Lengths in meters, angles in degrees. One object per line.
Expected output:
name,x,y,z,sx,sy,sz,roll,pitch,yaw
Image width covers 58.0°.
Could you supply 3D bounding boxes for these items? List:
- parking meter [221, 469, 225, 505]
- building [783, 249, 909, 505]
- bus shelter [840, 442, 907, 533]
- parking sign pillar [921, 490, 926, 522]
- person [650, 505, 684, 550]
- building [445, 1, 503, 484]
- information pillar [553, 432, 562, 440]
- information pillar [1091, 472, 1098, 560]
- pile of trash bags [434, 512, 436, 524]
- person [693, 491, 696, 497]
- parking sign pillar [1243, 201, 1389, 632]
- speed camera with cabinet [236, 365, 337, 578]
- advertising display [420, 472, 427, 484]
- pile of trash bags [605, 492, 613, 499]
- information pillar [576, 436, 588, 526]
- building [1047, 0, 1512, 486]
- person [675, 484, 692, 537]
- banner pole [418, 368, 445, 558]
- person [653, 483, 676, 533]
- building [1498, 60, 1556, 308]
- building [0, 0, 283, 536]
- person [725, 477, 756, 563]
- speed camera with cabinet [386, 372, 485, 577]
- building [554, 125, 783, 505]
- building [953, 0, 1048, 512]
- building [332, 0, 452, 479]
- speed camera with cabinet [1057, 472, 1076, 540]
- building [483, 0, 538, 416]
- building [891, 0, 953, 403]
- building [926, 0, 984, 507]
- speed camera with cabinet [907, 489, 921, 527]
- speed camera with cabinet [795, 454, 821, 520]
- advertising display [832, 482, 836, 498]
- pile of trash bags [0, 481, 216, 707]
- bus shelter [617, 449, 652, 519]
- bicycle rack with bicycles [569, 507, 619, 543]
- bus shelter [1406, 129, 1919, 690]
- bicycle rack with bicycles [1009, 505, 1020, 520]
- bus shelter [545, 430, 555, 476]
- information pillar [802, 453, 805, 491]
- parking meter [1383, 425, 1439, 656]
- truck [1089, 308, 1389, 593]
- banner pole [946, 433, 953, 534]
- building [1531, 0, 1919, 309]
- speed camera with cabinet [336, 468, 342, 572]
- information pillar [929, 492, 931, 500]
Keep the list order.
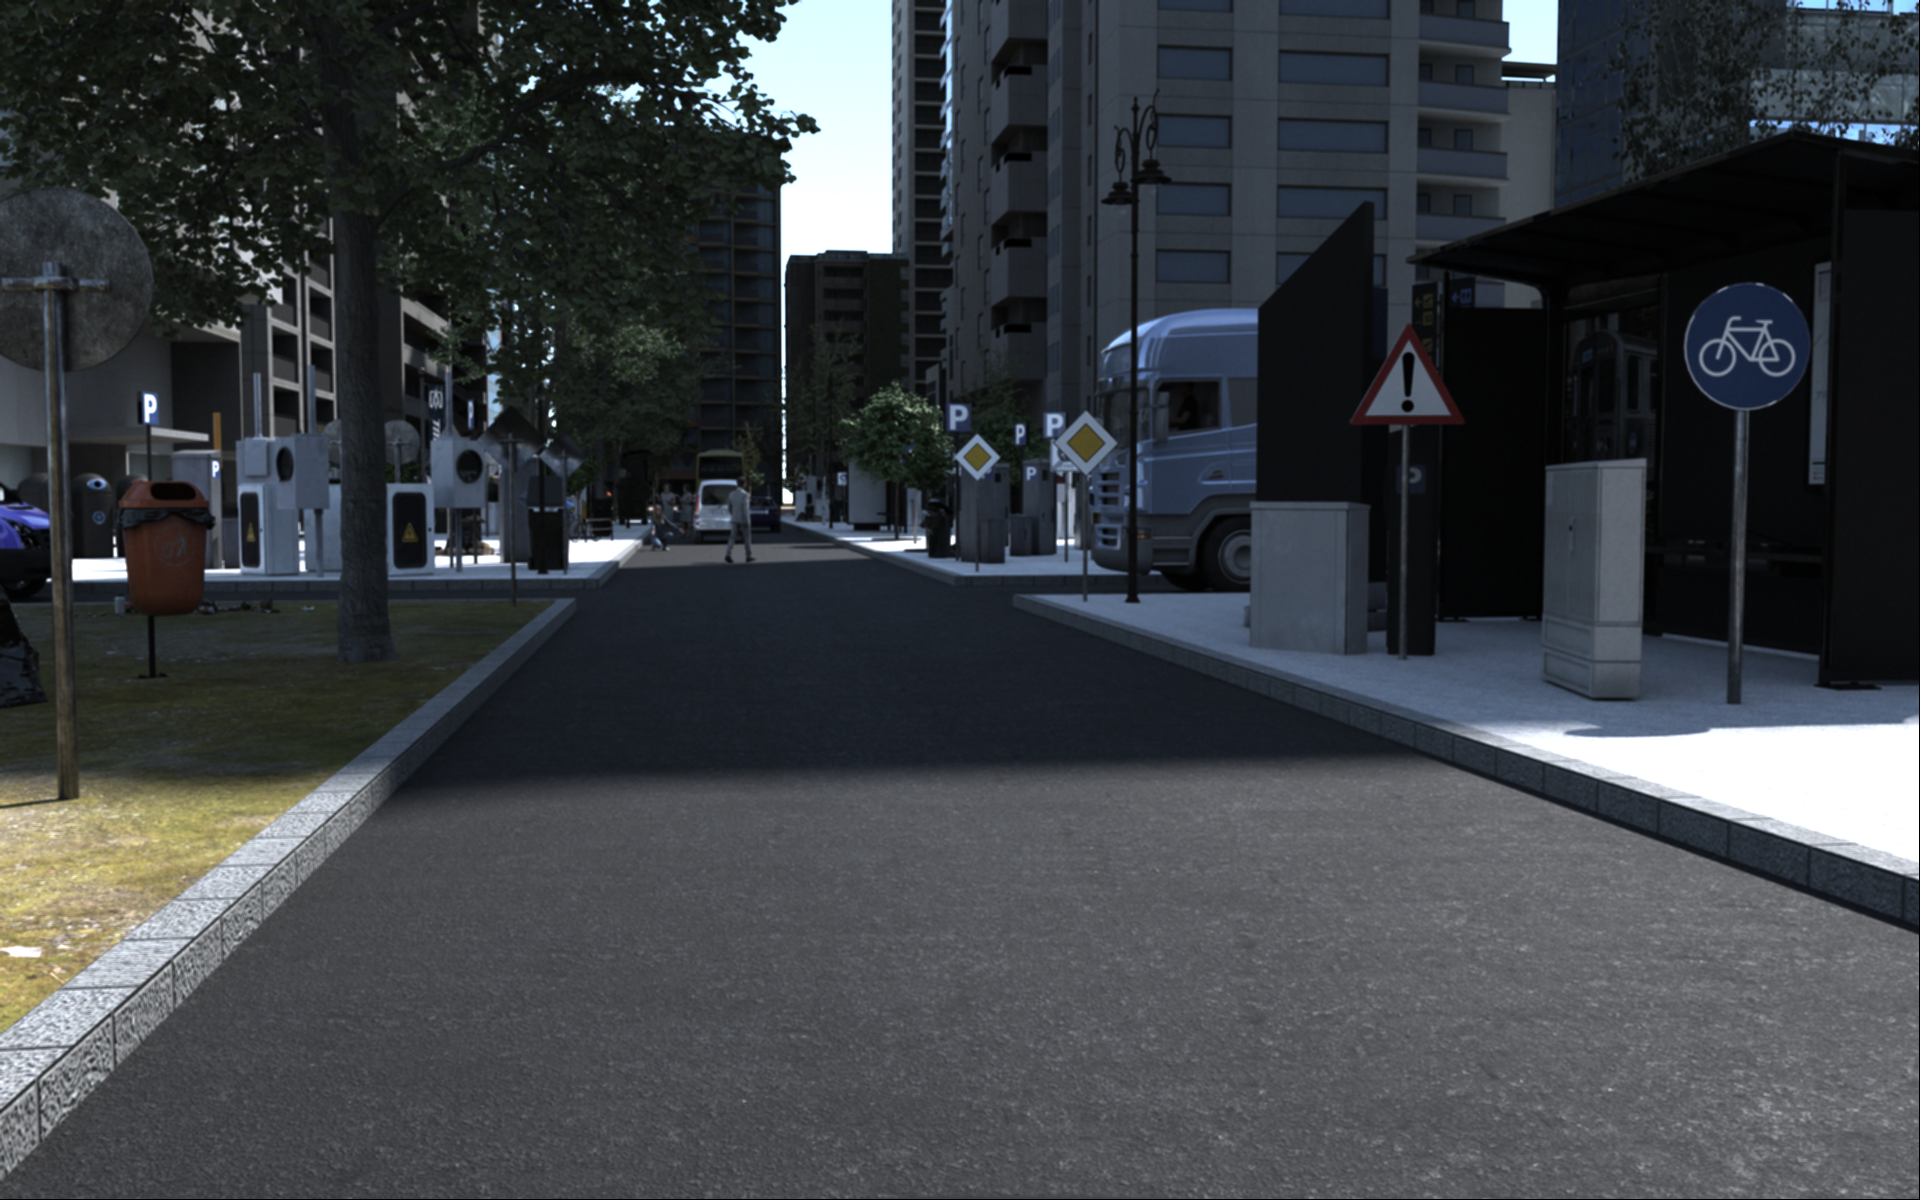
parking meter,-14.565,-1.716,33.774,0.255,1.863,0.399,2,4,35
building,-13.753,-26.674,207.814,14.107,30.474,14.160,-1,4,-9
bus shelter,-2.844,-3.956,58.610,2.014,3.302,5.546,-1,4,-9
parking sign pillar,-1.975,-5.119,72.164,1.447,3.967,1.447,-3,4,-38
person,-7.499,-1.833,43.973,1.012,1.151,0.738,-2,4,-33
building,-48.394,-30.694,151.955,14.200,45.320,14.600,-1,4,-9
information pillar,-14.429,-4.337,62.265,0.183,3.616,0.504,2,4,28
information pillar,2.730,-1.796,33.860,0.304,2.012,0.304,1,4,11
pile of trash bags,-12.856,-1.806,39.280,1.912,1.369,3.447,-2,4,-26
person,-24.100,-9.104,158.019,0.621,1.740,0.551,3,5,40
parking sign pillar,3.477,-1.723,16.649,1.447,3.967,1.447,-3,4,-38
speed camera with cabinet,-10.566,-1.997,26.991,2.038,3.252,0.660,3,5,44
advertising display,-15.617,-2.768,50.471,0.123,1.923,0.974,-1,4,-12
pile of trash bags,-18.469,-4.530,83.825,3.447,1.369,1.912,1,4,10
information pillar,-15.356,-4.823,70.213,0.183,3.616,0.504,3,5,41
building,15.292,-33.616,91.622,21.231,58.520,28.212,-1,4,-9
person,-9.183,-2.970,57.418,0.532,1.782,0.716,-2,4,-34
banner pole,-10.552,-2.726,34.591,0.401,3.779,0.863,2,4,26
person,-9.151,-2.728,53.458,0.716,1.782,0.532,1,4,13
building,49.204,-29.554,166.796,14.086,41.232,14.154,-1,4,-9
building,-37.993,-28.410,53.742,28.713,52.752,27.495,-1,4,-9
person,-4.626,-1.684,36.313,0.678,1.792,0.850,2,4,31
speed camera with cabinet,-8.501,-2.029,27.517,0.660,3.252,2.038,2,4,32
building,-35.732,-33.858,208.206,28.867,44.769,22.147,-1,4,-9
building,14.666,-32.596,122.181,28.713,52.752,27.495,-1,4,-9
building,-44.553,-29.650,108.473,21.300,48.544,21.600,-1,4,-9
speed camera with cabinet,2.997,-3.354,49.180,0.660,3.252,2.038,1,4,19
building,-65.475,-54.386,201.881,31.000,86.520,22.319,-1,4,-9
building,2.882,-47.361,212.610,20.611,71.187,20.563,-1,4,-9
building,6.626,-51.268,150.902,22.319,86.520,31.000,-1,4,-9
speed camera with cabinet,-1.939,-4.549,68.713,0.660,3.252,2.038,0,4,6
speed camera with cabinet,-7.443,-5.552,85.107,0.660,3.252,2.038,1,4,18
advertising display,-6.664,-5.295,91.793,0.123,1.923,0.974,0,3,0
pile of trash bags,-6.422,-0.069,10.885,1.912,1.369,3.447,3,5,42
bus shelter,-17.006,-6.097,90.975,1.731,3.624,6.357,-1,4,-9
bicycle rack with bicycles,-10.670,-2.014,46.315,2.852,0.926,2.925,1,4,12
bus shelter,5.748,-1.415,14.414,1.731,3.624,6.357,-1,4,-9
bicycle rack with bicycles,3.663,-4.033,79.319,2.925,0.926,2.852,0,4,0
bus shelter,-16.252,-4.557,65.788,1.731,3.624,6.357,-1,4,-9
information pillar,-8.909,-6.554,98.509,0.183,3.616,0.504,-1,4,-11
parking meter,3.598,-0.497,13.844,0.399,1.863,0.255,1,4,22
truck,10.610,-2.201,25.738,18.799,4.110,2.967,-1,4,-10
banner pole,-0.649,-4.034,55.980,0.863,3.779,0.401,-1,4,-10
building,34.657,-45.474,56.167,31.000,86.520,22.319,-1,4,-9
speed camera with cabinet,-10.805,-2.095,28.596,2.038,3.252,0.660,0,4,-3
information pillar,-1.397,-4.314,75.030,0.304,2.012,0.304,0,4,4
